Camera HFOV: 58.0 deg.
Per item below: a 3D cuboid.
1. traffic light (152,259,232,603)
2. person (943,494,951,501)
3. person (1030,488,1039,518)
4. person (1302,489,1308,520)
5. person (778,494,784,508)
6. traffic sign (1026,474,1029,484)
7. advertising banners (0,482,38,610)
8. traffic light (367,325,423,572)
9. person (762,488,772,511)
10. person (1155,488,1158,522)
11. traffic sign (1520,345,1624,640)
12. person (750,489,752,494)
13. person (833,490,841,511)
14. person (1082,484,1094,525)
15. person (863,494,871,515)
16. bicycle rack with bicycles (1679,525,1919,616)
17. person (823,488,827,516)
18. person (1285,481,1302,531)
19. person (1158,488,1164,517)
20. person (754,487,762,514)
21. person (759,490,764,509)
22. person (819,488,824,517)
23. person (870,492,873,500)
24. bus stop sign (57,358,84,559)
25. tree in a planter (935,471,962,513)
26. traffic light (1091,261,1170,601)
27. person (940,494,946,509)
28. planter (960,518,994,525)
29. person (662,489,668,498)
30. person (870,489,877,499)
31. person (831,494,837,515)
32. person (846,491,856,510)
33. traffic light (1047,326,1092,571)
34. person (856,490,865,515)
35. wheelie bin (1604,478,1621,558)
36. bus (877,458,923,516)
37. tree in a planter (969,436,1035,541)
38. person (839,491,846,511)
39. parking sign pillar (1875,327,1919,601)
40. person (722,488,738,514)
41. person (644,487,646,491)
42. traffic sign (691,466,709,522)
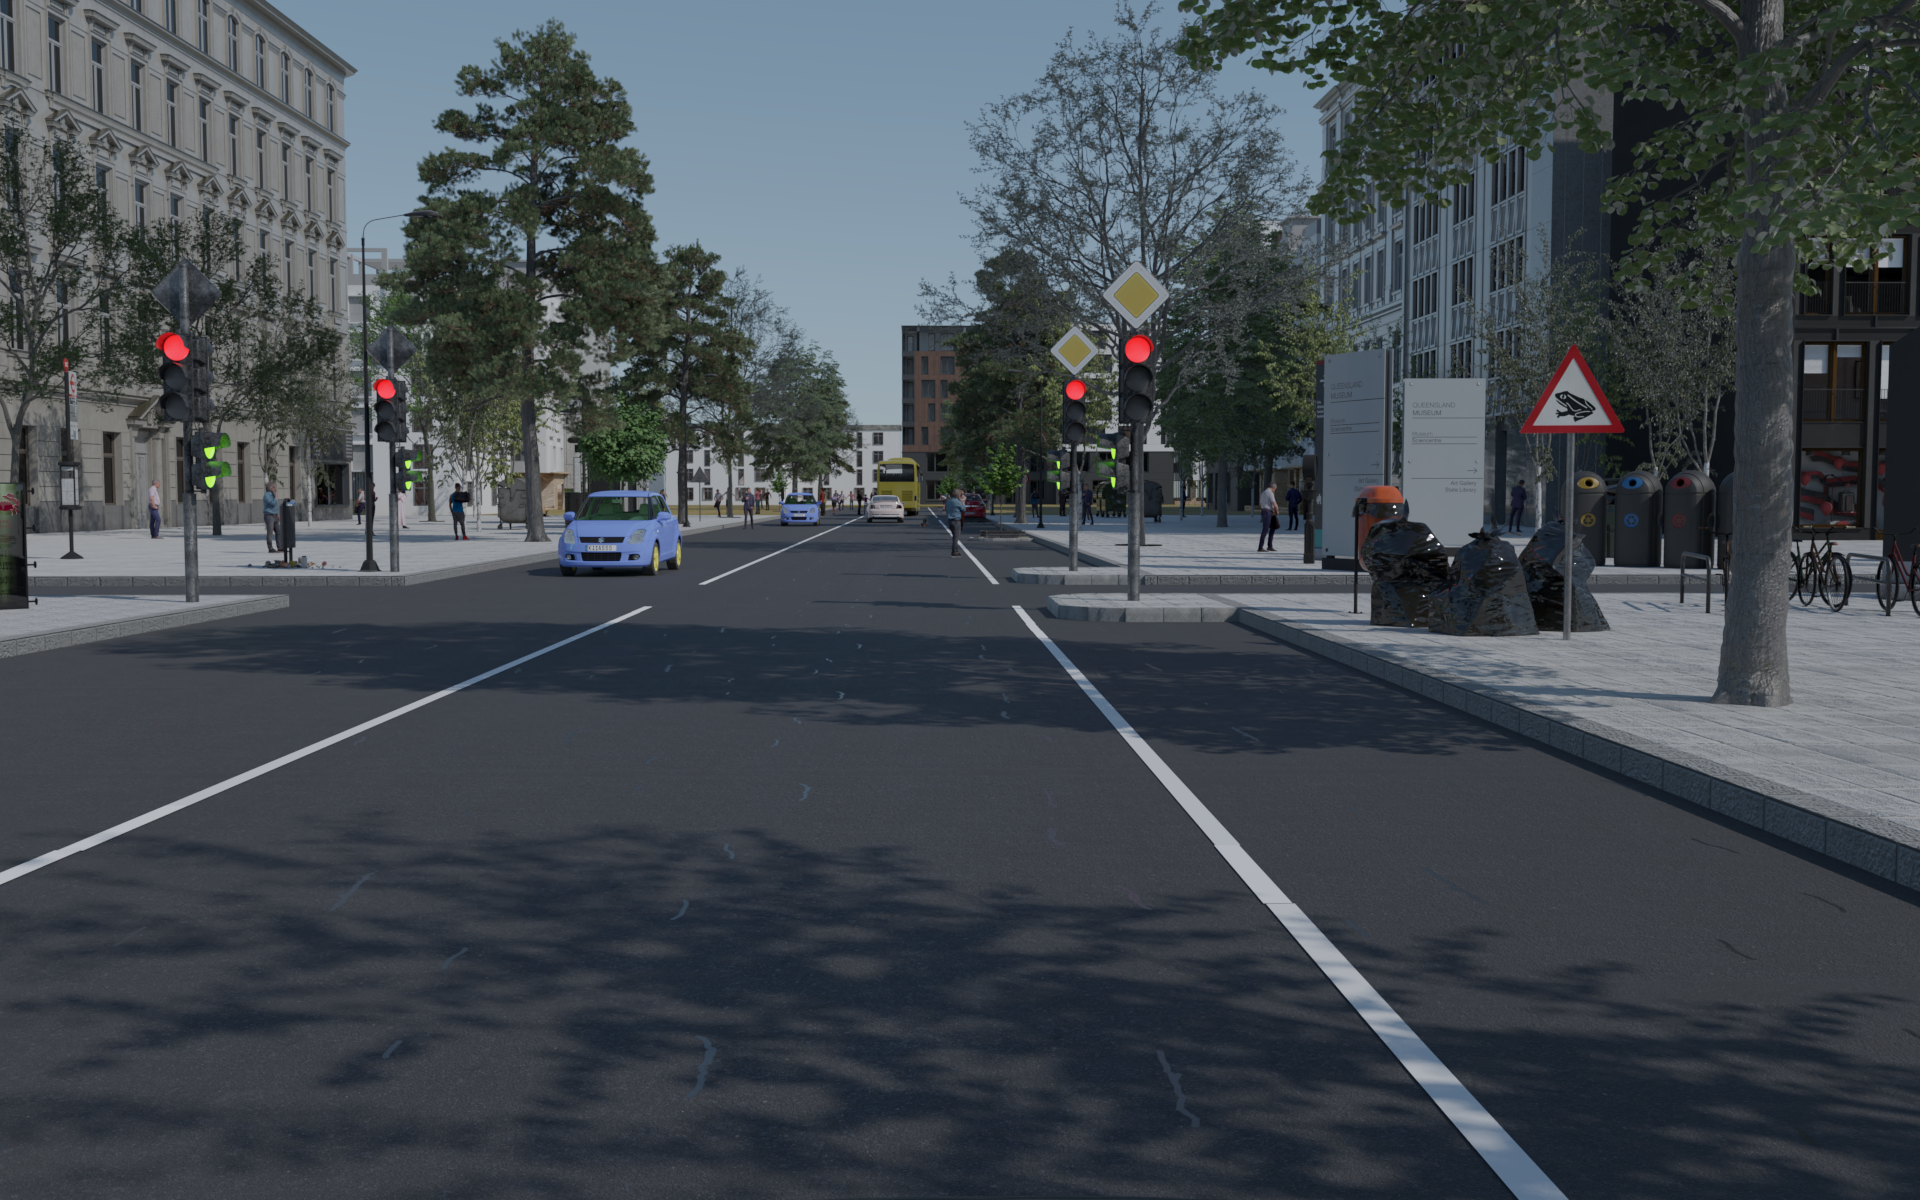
[{"bbox_3d":[-9.088,-1.907,20.426,0.839,4.213,0.868,0,4,-1],"label":"traffic light"},{"bbox_3d":[-1.285,-8.997,155.689,1.350,1.814,0.705,3,5,43],"label":"person"},{"bbox_3d":[4.103,-5.232,93.448,0.647,1.594,0.662,2,4,23],"label":"person"},{"bbox_3d":[17.234,-4.752,86.004,0.482,1.546,0.388,0,4,-7],"label":"person"},{"bbox_3d":[-16.479,-9.368,159.665,0.568,1.767,0.683,0,4,-3],"label":"person"},{"bbox_3d":[3.707,-6.231,101.988,0.768,2.556,0.104,0,4,5],"label":"traffic sign"},{"bbox_3d":[-11.063,-1.370,18.586,0.090,3.025,2.074,3,5,43],"label":"advertising banners"},{"bbox_3d":[-9.291,-2.395,28.409,0.839,4.213,0.868,0,4,-1],"label":"traffic light"},{"bbox_3d":[-15.079,-7.856,135.007,1.217,1.766,0.721,3,5,44],"label":"person"},{"bbox_3d":[9.106,-4.445,80.587,0.647,1.594,0.662,-3,4,-36],"label":"person"},{"bbox_3d":[5.338,-0.927,15.165,0.884,2.594,0.081,0,4,5],"label":"traffic sign"},{"bbox_3d":[-21.913,-10.659,180.306,0.705,1.826,1.348,-2,4,-27],"label":"person"},{"bbox_3d":[-10.456,-8.493,147.816,0.683,1.767,0.568,-2,4,-30],"label":"person"},{"bbox_3d":[5.328,-4.023,72.745,0.530,1.710,0.541,-3,4,-38],"label":"person"},{"bbox_3d":[-6.531,-6.638,120.249,0.991,1.433,0.599,0,4,2],"label":"person"},{"bbox_3d":[9.283,-0.366,19.363,2.852,0.926,2.925,1,4,15],"label":"bicycle rack with bicycles"},{"bbox_3d":[-8.948,-6.412,113.424,0.705,1.812,1.348,0,4,-6],"label":"person"},{"bbox_3d":[11.712,-3.324,61.099,0.576,1.737,0.504,-3,4,-38],"label":"person"},{"bbox_3d":[11.004,-5.524,96.915,0.990,1.755,0.434,-2,4,-28],"label":"person"},{"bbox_3d":[-13.005,-6.360,110.748,0.721,1.743,1.217,2,4,31],"label":"person"},{"bbox_3d":[-17.609,-8.904,152.431,0.445,1.727,0.742,2,4,35],"label":"person"},{"bbox_3d":[-8.763,-6.176,109.418,0.705,1.831,1.348,-1,4,-9],"label":"person"},{"bbox_3d":[-9.022,-10.364,179.417,0.593,1.643,0.415,0,4,-7],"label":"person"},{"bbox_3d":[-17.620,-2.793,34.373,0.416,3.939,0.855,-1,4,-12],"label":"bus stop sign"},{"bbox_3d":[-0.688,-8.154,130.545,1.991,3.239,1.994,0,4,-1],"label":"tree in a planter"},{"bbox_3d":[2.069,-1.925,20.724,0.839,4.213,0.868,0,4,-1],"label":"traffic light"},{"bbox_3d":[-1.545,-8.643,153.000,0.628,1.438,0.799,0,4,5],"label":"person"},{"bbox_3d":[0.570,-3.683,81.359,1.991,0.319,1.994,0,4,-1],"label":"planter"},{"bbox_3d":[-27.092,-9.235,157.739,0.721,1.736,1.217,3,5,41],"label":"person"},{"bbox_3d":[-6.269,-7.568,131.866,1.348,1.869,0.705,-1,4,-10],"label":"person"},{"bbox_3d":[-8.683,-6.591,119.492,0.421,1.427,0.697,0,4,-1],"label":"person"},{"bbox_3d":[-9.682,-8.926,155.153,1.217,1.743,0.721,-2,4,-33],"label":"person"},{"bbox_3d":[1.867,-2.414,28.707,0.839,4.213,0.868,0,4,-1],"label":"traffic light"},{"bbox_3d":[-6.849,-6.719,119.173,0.721,1.723,1.217,1,4,20],"label":"person"},{"bbox_3d":[13.261,-1.645,34.809,0.693,1.594,0.980,-3,5,-43],"label":"wheelie bin"},{"bbox_3d":[-4.026,-7.633,116.339,2.896,3.916,12.252,0,3,0],"label":"bus"},{"bbox_3d":[1.271,-3.440,53.466,1.991,3.239,1.994,0,4,-1],"label":"tree in a planter"},{"bbox_3d":[-9.736,-8.136,142.458,0.756,1.711,0.436,3,5,44],"label":"person"},{"bbox_3d":[12.018,-1.994,21.074,1.447,3.967,1.447,2,4,33],"label":"parking sign pillar"},{"bbox_3d":[-14.732,-6.338,110.462,1.217,1.735,0.721,1,4,9],"label":"person"},{"bbox_3d":[-19.384,-6.172,106.933,0.705,1.826,1.348,0,4,-1],"label":"person"},{"bbox_3d":[-12.153,-4.948,80.898,0.884,2.594,0.081,0,4,4],"label":"traffic sign"}]
